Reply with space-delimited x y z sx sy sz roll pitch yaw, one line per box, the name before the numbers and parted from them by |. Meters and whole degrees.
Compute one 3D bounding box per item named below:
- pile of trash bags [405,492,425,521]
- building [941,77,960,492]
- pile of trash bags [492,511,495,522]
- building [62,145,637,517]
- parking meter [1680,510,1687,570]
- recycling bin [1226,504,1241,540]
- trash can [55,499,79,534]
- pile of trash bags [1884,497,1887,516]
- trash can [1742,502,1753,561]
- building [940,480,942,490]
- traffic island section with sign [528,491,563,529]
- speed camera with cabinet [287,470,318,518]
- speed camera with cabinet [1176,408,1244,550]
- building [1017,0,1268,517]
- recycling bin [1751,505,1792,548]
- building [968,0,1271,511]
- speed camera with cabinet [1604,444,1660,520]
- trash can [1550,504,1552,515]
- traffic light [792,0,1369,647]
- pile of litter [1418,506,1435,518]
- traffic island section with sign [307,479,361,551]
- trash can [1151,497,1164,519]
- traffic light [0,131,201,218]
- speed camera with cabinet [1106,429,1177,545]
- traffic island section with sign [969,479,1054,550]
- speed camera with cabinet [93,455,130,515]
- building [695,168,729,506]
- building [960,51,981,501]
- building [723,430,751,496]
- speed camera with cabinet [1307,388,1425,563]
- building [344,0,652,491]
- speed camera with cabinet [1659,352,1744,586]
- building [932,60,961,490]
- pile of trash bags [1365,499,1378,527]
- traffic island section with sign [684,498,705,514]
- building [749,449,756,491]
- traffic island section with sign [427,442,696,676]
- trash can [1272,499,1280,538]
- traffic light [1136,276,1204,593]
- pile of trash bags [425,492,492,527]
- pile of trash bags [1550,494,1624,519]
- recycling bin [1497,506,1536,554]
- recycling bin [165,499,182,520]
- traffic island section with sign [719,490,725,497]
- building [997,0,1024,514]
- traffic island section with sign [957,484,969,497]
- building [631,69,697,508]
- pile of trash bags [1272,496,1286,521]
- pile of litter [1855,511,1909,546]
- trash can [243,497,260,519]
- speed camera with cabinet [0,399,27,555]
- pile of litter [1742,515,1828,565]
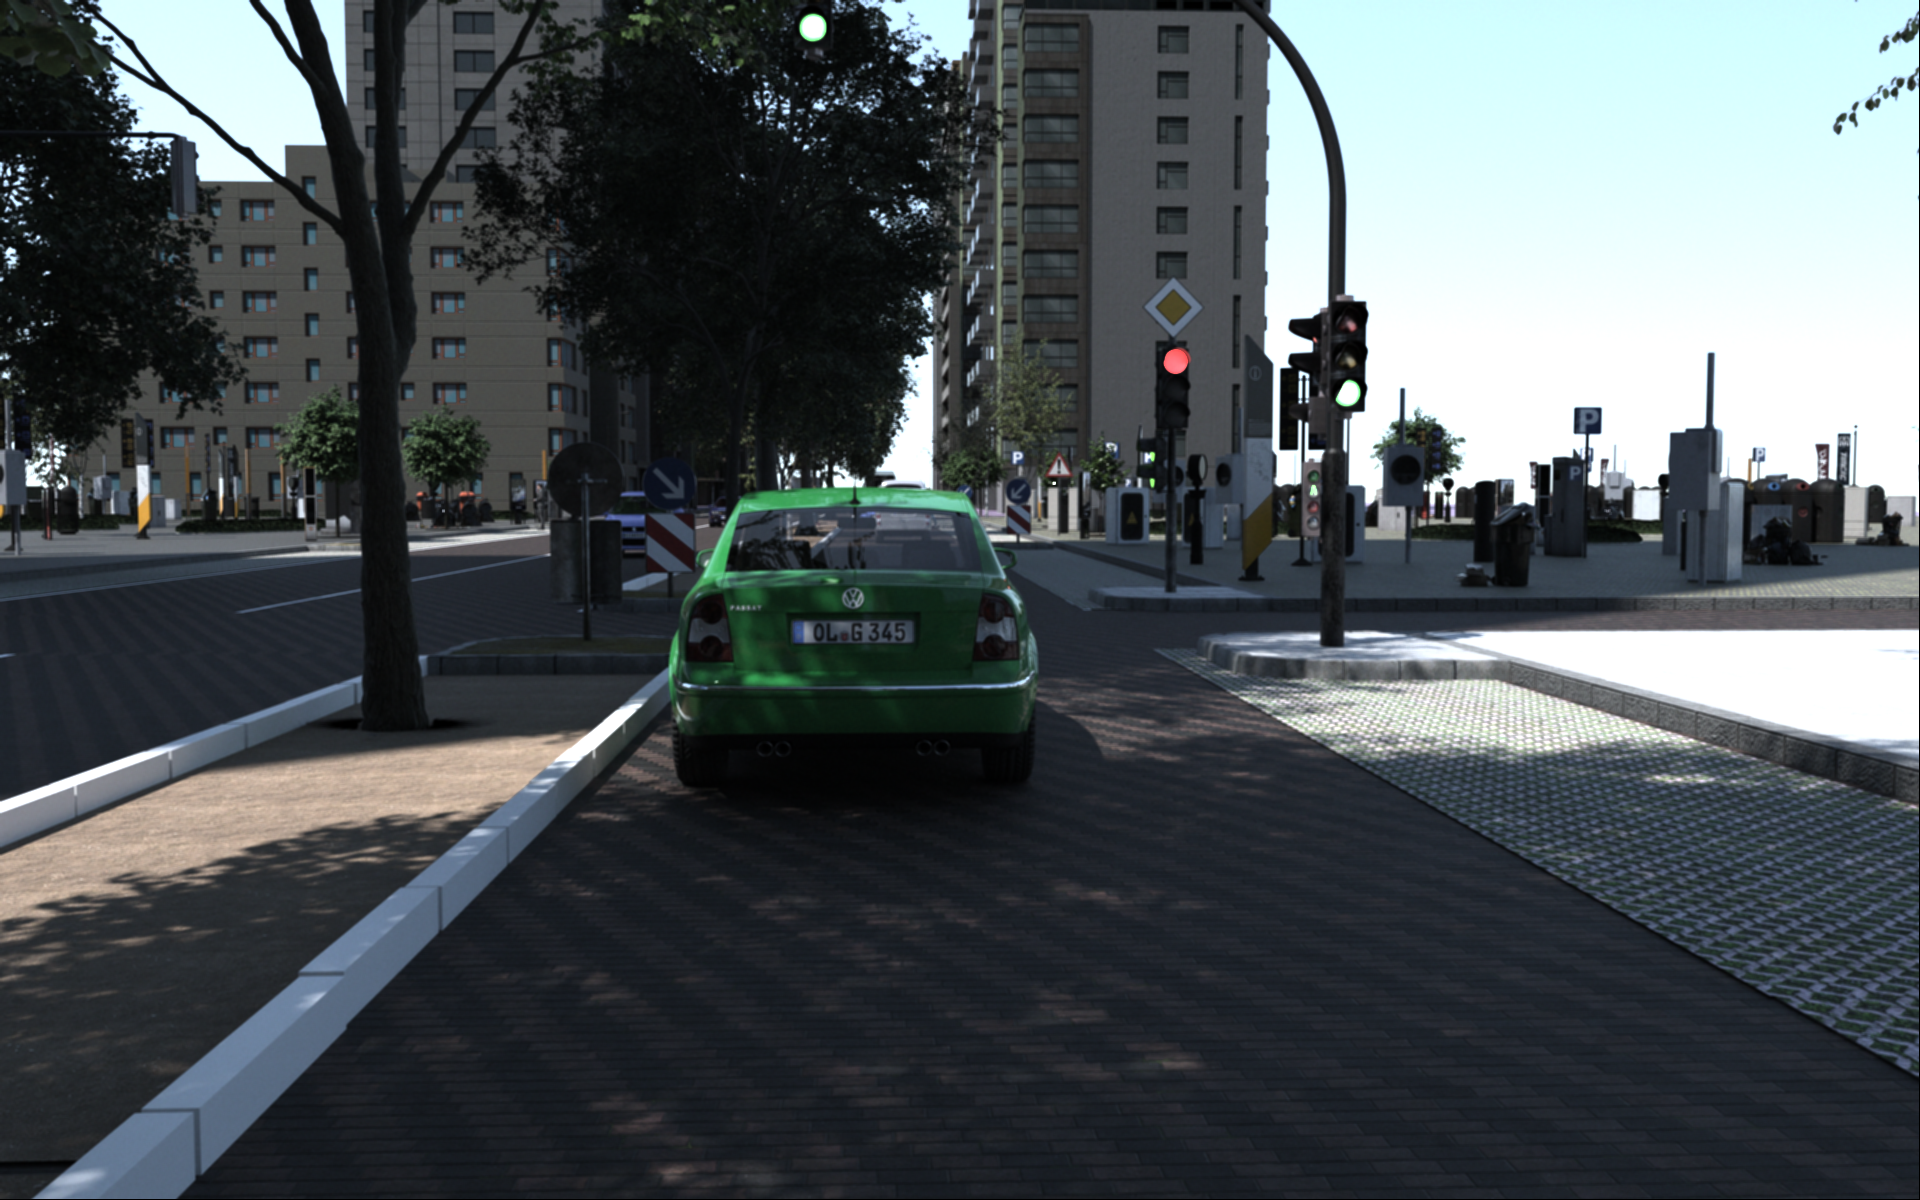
pile of trash bags | -26.536 -4.452 82.549 1.912 1.369 3.447 1 4 20
building | 8.971 -34.892 194.183 21.300 48.544 21.600 0 4 -3
pile of trash bags | -22.403 -4.262 79.441 1.912 1.369 3.447 -1 4 -18
building | -36.644 -16.235 110.479 27.650 21.520 28.899 0 4 -3
parking meter | 12.367 -1.272 29.210 0.372 1.533 0.369 0 3 0
recycling bin | 7.844 -2.197 48.477 0.722 1.027 0.722 1 4 13
trash can | -28.458 -2.664 55.214 0.748 1.137 0.748 0 3 0
pile of trash bags | 43.849 -4.490 83.166 1.912 1.369 3.447 2 4 32
trash can | 14.791 -1.318 33.211 0.748 1.137 0.748 0 3 0
building | 13.773 -32.153 217.588 32.217 40.220 23.993 0 4 -3
traffic island section with sign | -16.577 -3.825 71.173 1.989 1.847 2.006 0 4 -3
speed camera with cabinet | -33.980 -5.817 89.449 0.660 3.252 2.038 1 4 9
speed camera with cabinet | 5.950 -2.811 40.294 0.660 3.252 2.038 -2 4 -26
building | 10.294 -20.394 105.141 14.160 30.474 14.107 0 4 -3
recycling bin | 18.982 -1.711 40.533 0.722 1.027 0.722 1 4 10
building | 12.124 -31.946 141.924 23.786 49.044 30.456 0 4 -3
speed camera with cabinet | 26.603 -4.537 68.523 2.038 3.252 0.660 1 4 16
trash can | 23.724 -3.487 68.660 0.748 1.137 0.748 0 3 0
traffic light | 1.033 -2.424 14.307 4.771 5.953 1.251 0 4 -3
pile of litter | 25.294 -4.903 94.134 1.176 0.858 1.719 1 4 14
traffic island section with sign | -15.269 -2.159 43.927 1.989 1.847 2.006 0 4 -3
trash can | 10.252 -4.777 89.756 0.748 1.137 0.748 0 3 0
traffic light | -12.071 -2.885 21.834 4.771 5.953 1.251 0 4 -3
speed camera with cabinet | 4.721 -3.036 43.968 2.038 3.252 0.660 -2 4 -25
traffic island section with sign | 1.362 -2.244 45.319 1.989 1.847 2.006 0 4 -3
speed camera with cabinet | -43.570 -5.798 89.137 0.660 3.252 2.038 1 4 20
building | -37.346 -33.104 195.867 22.147 44.769 28.867 0 4 -3
building | 6.919 -29.393 164.168 14.154 41.232 14.086 0 4 -3
building | -42.200 -23.295 225.910 27.650 21.520 28.899 0 4 -3
speed camera with cabinet | 7.528 -2.312 32.140 2.038 3.252 0.660 0 4 4
building | -34.198 -42.562 134.139 20.563 71.187 20.611 0 4 -3
speed camera with cabinet | 10.744 -1.870 24.916 0.660 3.252 2.038 3 4 37
building | 6.604 -42.861 242.770 21.231 58.520 28.212 0 4 -3
pile of trash bags | 15.855 -3.597 68.570 1.912 1.369 3.447 0 4 7
traffic island section with sign | -18.996 -6.912 121.645 1.989 1.847 2.006 0 4 -3
building | -35.687 -29.136 248.073 14.160 30.474 14.107 0 4 -3
traffic island section with sign | -3.257 -0.395 14.596 2.006 1.907 1.989 0 4 -3
trash can | 8.986 -2.386 50.667 0.748 1.137 0.748 0 3 0
traffic light | 2.735 -2.055 22.524 0.839 4.253 0.868 0 4 -3
pile of trash bags | -20.011 -3.637 69.215 1.912 1.369 3.447 -1 4 -8
pile of trash bags | 22.195 -3.202 62.102 1.912 1.369 3.447 -3 5 -40
recycling bin | 11.951 -1.508 37.216 0.722 1.027 0.722 1 4 10
recycling bin | -39.792 -4.578 87.409 0.722 1.027 0.722 0 4 3
traffic island section with sign | -20.283 -8.559 148.569 1.989 1.847 2.006 0 4 -3
building | 9.447 -26.643 119.202 14.154 41.232 14.086 0 4 -3
traffic island section with sign | 0.054 -3.891 72.242 1.989 1.847 2.006 0 4 -3
building | -31.241 -28.740 153.495 14.154 41.232 14.086 0 4 -3
pile of trash bags | 11.338 -3.195 61.992 3.447 1.369 1.912 2 4 28
pile of litter | 23.059 -1.795 43.312 1.176 0.858 1.719 1 4 20
trash can | -32.739 -4.186 80.094 0.748 1.137 0.748 0 3 0
speed camera with cabinet | -20.595 -2.565 36.271 2.038 3.252 0.660 1 4 16
pile of litter | 14.902 -1.086 31.721 1.719 0.858 1.176 2 4 31
